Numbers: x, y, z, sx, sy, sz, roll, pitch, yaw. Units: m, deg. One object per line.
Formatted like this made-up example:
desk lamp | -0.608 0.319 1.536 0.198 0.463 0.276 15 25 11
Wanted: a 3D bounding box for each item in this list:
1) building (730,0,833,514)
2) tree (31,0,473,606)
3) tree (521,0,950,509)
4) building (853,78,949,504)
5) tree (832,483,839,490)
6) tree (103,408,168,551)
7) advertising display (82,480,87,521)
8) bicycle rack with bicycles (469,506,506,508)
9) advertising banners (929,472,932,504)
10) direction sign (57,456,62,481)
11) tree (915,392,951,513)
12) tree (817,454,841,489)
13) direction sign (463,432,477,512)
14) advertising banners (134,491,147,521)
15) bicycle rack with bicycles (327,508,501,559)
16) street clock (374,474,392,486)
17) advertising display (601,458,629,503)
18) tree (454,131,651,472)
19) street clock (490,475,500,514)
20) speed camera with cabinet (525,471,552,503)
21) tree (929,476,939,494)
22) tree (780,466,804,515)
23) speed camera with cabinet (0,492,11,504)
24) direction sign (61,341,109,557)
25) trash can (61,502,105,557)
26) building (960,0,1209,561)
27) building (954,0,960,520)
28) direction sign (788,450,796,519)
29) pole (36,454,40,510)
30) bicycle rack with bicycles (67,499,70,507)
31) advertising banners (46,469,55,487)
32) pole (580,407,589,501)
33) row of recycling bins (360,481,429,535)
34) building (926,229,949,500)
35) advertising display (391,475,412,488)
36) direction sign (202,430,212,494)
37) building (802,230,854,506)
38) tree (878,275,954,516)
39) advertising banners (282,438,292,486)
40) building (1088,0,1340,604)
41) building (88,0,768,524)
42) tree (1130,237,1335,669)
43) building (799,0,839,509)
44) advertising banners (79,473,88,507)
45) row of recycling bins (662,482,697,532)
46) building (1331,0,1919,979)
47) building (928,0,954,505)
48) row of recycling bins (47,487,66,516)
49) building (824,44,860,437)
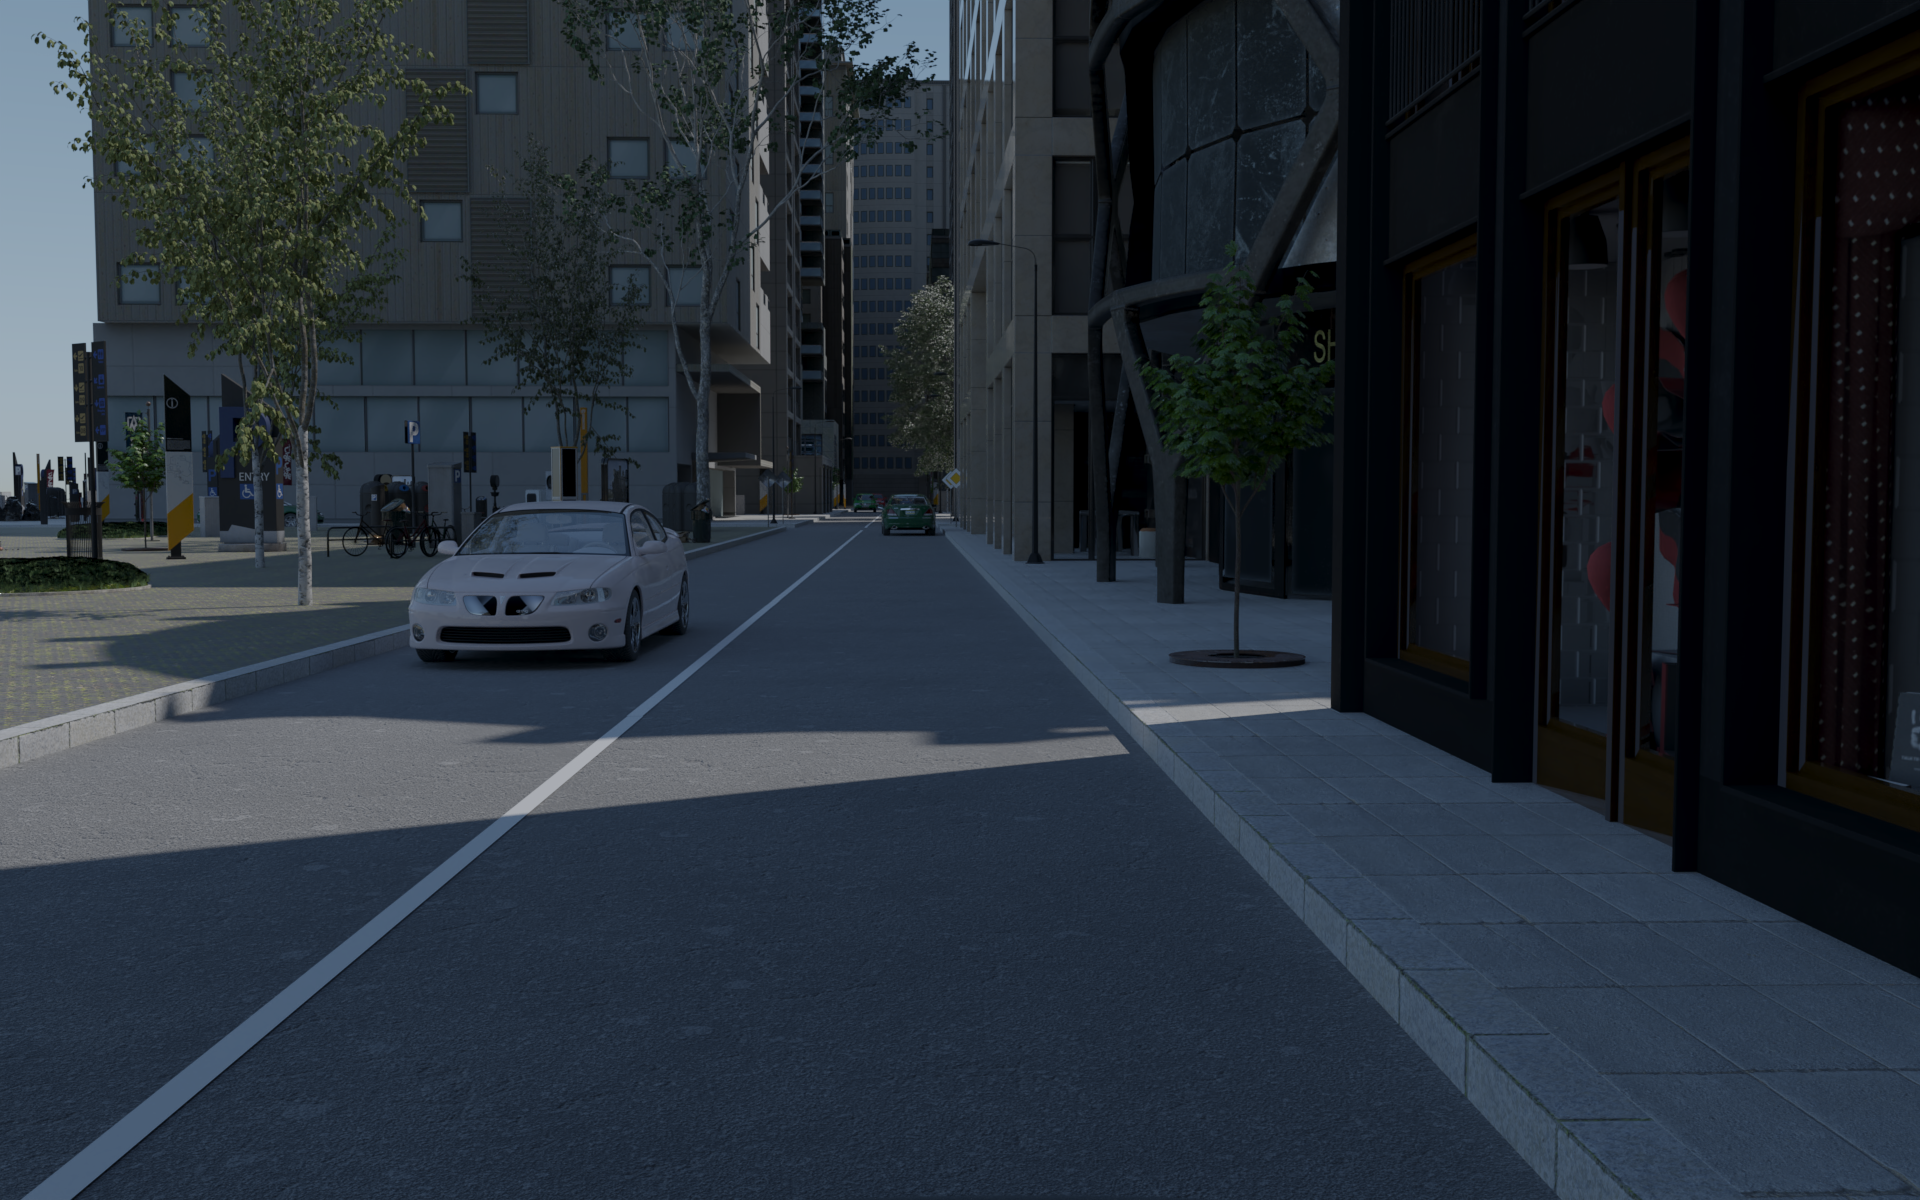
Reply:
building | -19.236 -41.557 117.703 20.563 71.187 20.611 0 4 -2
tree | -7.781 -4.238 19.649 4.737 8.622 4.395 0 3 0
tree | -6.660 -11.915 50.699 12.611 20.169 13.585 0 3 0
building | -8.355 -42.881 243.104 28.212 58.520 21.231 0 4 -2
tree | -11.270 -9.253 145.882 1.663 3.219 1.824 0 3 0
tree | -18.582 -2.734 39.302 1.663 3.219 1.824 0 3 0
advertising display | -41.751 -4.736 82.645 0.123 1.923 0.974 -2 4 -24
bicycle rack with bicycles | -13.594 -2.290 50.818 2.925 0.926 2.852 2 4 25
advertising banners | -2.336 -8.615 137.048 0.090 3.025 2.074 0 4 -5
direction sign | -53.686 -6.850 103.987 0.876 3.537 0.379 0 4 -2
tree | -1.134 -10.375 119.997 4.360 8.622 3.978 0 3 0
tree | -11.340 -9.449 138.207 4.285 4.588 4.351 0 3 0
direction sign | -17.885 -4.359 63.261 0.379 3.537 0.876 1 4 14
advertising banners | -29.909 -4.107 63.329 0.090 3.025 2.074 -3 5 -39
bicycle rack with bicycles | -11.500 -1.367 35.728 2.852 0.926 2.925 2 4 29
street clock | -21.115 -3.583 63.152 0.358 2.002 0.471 2 4 25
advertising display | -6.199 -1.588 31.176 0.123 1.923 0.974 1 4 12
tree | -8.077 -5.198 35.356 4.360 8.622 3.978 0 3 0
street clock | -17.722 -3.758 66.011 0.358 2.002 0.471 0 4 3
speed camera with cabinet | -15.844 -4.401 66.296 2.038 3.252 0.660 3 5 42
tree | -2.286 -9.796 154.759 1.663 3.219 1.824 0 3 0
tree | -10.159 -6.742 104.826 1.663 3.219 1.824 0 3 0
speed camera with cabinet | -65.739 -7.578 118.236 0.660 3.252 2.038 1 4 11
direction sign | -12.990 -2.075 25.925 0.876 3.537 0.379 2 4 34
trash can | -16.340 -1.263 32.311 0.748 1.137 0.748 0 3 0
building | 10.107 -14.986 49.543 19.350 26.468 34.151 0 4 -2
building | 14.038 -33.046 82.307 28.212 58.520 21.231 0 4 -2
direction sign | -8.694 -5.966 89.543 0.379 3.537 0.876 -1 4 -16
pole | -46.383 -5.711 87.220 0.158 3.312 0.155 0 3 0
bicycle rack with bicycles | -66.269 -7.145 130.196 2.852 0.926 2.925 -1 4 -18
advertising banners | -64.569 -7.659 121.413 2.074 3.025 0.090 -1 4 -17
pole | -8.860 -2.876 40.871 0.158 3.312 0.155 0 3 0
row of recycling bins | -17.797 -2.992 56.035 1.069 1.692 3.534 3 4 37
building | 3.772 -25.598 190.222 14.160 30.474 14.107 0 4 -2
advertising display | -18.940 -3.287 58.960 0.974 1.923 0.123 2 4 26
direction sign | -26.907 -4.280 61.980 0.379 3.537 0.876 -3 5 -45
building | -18.835 -25.426 187.417 14.160 30.474 14.107 0 4 -2
tree | -0.177 -11.850 100.410 9.857 13.997 8.962 0 3 0
advertising banners | -21.456 -3.521 53.754 0.090 3.025 2.074 2 4 27
building | 10.128 -9.578 24.050 16.820 18.784 16.811 0 4 -2
building | -23.828 -30.390 86.116 28.713 52.752 27.495 0 4 -2
tree | 2.026 -1.140 13.241 1.663 3.219 1.824 0 3 0
building | -22.584 -52.012 163.068 22.319 86.520 31.000 0 4 -2
advertising banners | -74.055 -9.139 145.615 0.090 3.025 2.074 1 4 19
row of recycling bins | -9.575 -3.251 60.265 1.069 1.692 3.534 -2 4 -25
building | 8.613 -10.538 1.976 12.332 23.373 15.834 0 4 -2
building | 7.176 -44.862 171.749 20.563 71.187 20.611 0 4 -2
row of recycling bins | -53.109 -5.781 101.638 1.069 1.692 3.534 -1 4 -20
building | -26.235 -37.968 210.016 27.495 52.752 28.713 0 4 -2
